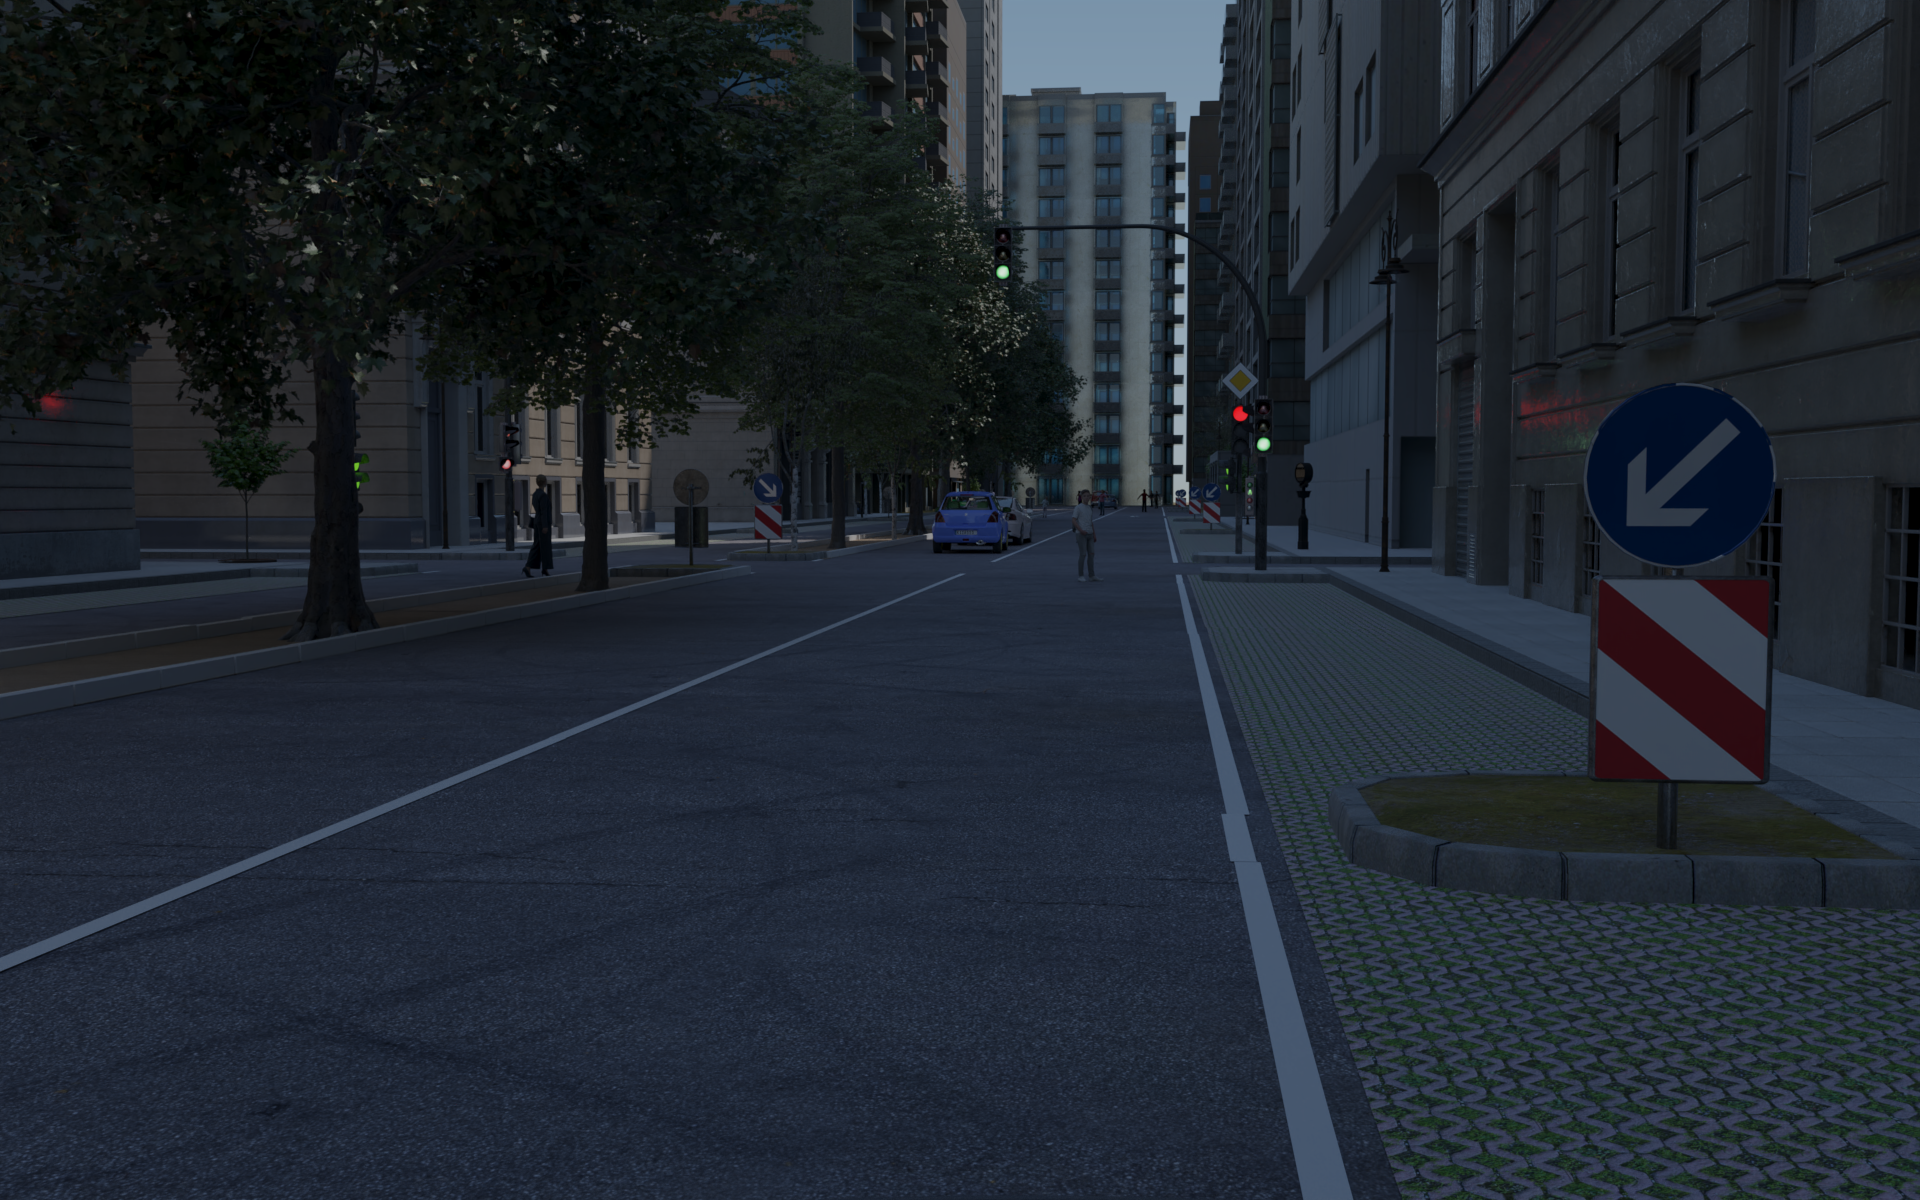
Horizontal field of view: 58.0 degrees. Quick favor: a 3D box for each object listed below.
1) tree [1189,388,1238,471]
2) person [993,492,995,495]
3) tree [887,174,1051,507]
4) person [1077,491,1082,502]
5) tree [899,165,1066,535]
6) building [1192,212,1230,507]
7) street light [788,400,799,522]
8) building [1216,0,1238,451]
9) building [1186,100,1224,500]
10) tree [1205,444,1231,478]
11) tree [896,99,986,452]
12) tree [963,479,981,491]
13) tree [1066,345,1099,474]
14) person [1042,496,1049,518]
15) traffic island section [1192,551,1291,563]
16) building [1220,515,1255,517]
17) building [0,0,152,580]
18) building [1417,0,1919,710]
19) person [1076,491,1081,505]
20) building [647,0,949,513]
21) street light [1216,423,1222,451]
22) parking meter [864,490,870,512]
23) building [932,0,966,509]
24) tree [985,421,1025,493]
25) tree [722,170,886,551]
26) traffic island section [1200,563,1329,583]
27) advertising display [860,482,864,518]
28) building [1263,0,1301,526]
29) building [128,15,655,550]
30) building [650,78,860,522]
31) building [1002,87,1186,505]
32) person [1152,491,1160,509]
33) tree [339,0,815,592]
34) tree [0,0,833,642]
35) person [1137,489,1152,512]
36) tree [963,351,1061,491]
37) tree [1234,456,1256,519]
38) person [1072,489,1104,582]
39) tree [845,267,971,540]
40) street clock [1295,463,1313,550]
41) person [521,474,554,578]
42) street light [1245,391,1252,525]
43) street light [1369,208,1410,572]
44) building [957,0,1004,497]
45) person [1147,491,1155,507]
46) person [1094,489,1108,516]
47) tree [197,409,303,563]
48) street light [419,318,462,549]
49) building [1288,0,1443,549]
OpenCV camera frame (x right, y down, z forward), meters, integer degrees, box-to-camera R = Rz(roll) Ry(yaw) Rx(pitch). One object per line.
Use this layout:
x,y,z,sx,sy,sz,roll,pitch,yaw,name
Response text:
17.980,-10.307,118.877,4.360,8.622,3.978,0,3,0,tree
2.776,-8.873,153.446,0.709,1.838,0.599,-2,4,-23,person
-0.699,-9.837,69.952,9.857,13.997,8.962,0,3,0,tree
10.903,-9.075,157.611,0.721,1.736,1.217,1,4,21,person
-1.521,-8.608,60.205,9.611,12.733,9.660,0,3,0,tree
31.106,-24.905,178.890,14.160,30.474,14.107,0,4,7,building
-7.627,-6.464,78.467,0.468,5.910,1.993,0,4,7,street light
34.595,-32.769,155.375,23.786,49.044,30.456,0,4,7,building
33.458,-33.632,199.993,14.200,45.320,14.600,0,4,7,building
17.788,-7.975,114.101,4.285,4.588,4.351,0,3,0,tree
-3.245,-7.629,45.320,7.486,12.596,7.792,0,3,0,tree
1.322,-10.219,161.676,1.663,3.219,1.824,0,3,0,tree
2.586,-10.618,93.068,9.611,12.733,9.660,0,3,0,tree
5.119,-5.604,104.410,0.425,1.301,0.394,-1,4,-17,person
5.993,-0.908,37.124,2.009,0.180,2.903,0,4,7,traffic island section
25.139,-40.398,98.759,20.563,71.187,20.611,0,4,7,building
-31.285,-12.619,25.398,34.723,24.649,14.460,0,4,7,building
13.320,-10.976,12.747,16.112,22.955,30.059,0,4,7,building
10.449,-8.653,150.662,0.721,1.739,1.217,-2,4,-32,person
-12.654,-28.999,128.750,22.147,44.769,28.867,0,4,7,building
16.520,-8.425,110.532,0.468,5.910,1.993,0,4,7,street light
-6.045,-6.389,112.876,0.372,1.533,0.369,0,3,0,parking meter
-7.108,-30.569,149.915,14.600,45.320,14.200,0,4,7,building
1.602,-8.129,85.727,4.737,8.622,4.395,0,3,0,tree
-3.765,-5.298,39.448,4.360,8.622,3.978,0,3,0,tree
5.081,-0.423,29.191,2.009,0.180,2.903,0,4,7,traffic island section
-5.321,-5.427,93.941,0.123,1.923,0.974,0,4,-7,advertising display
20.153,-18.556,75.096,14.160,30.474,14.107,0,4,7,building
-17.676,-16.107,49.257,13.634,28.700,20.117,0,4,7,building
-12.562,-13.972,79.356,10.553,20.767,40.483,0,4,7,building
11.433,-35.924,206.961,30.456,49.044,23.786,0,4,7,building
19.369,-9.911,171.264,0.721,1.735,1.217,3,5,45,person
-5.409,-6.413,25.432,7.486,12.596,7.792,0,3,0,tree
-6.132,-5.954,16.821,9.611,12.733,9.660,0,3,0,tree
14.538,-7.828,136.447,1.348,1.831,0.705,2,4,29,person
0.506,-8.723,79.495,8.767,10.594,7.601,0,4,7,tree
14.526,-5.772,88.981,1.663,3.219,1.824,0,3,0,tree
2.068,-1.054,28.322,0.523,1.515,0.503,1,4,16,person
-1.986,-6.080,52.231,4.737,8.622,4.395,0,3,0,tree
7.949,-2.171,40.074,0.358,2.002,0.471,-1,4,-19,street clock
-7.207,-1.273,29.728,0.576,1.772,0.534,2,4,31,person
12.090,-6.106,72.624,0.468,5.910,1.993,0,4,7,street light
6.998,-3.400,28.376,0.468,5.910,1.993,0,4,7,street light
-6.606,-45.344,179.628,20.611,71.187,20.563,0,4,7,building
21.152,-11.188,191.440,0.705,1.821,1.348,-2,4,-29,person
9.443,-6.513,115.702,0.721,1.743,1.217,-3,5,-42,person
-13.525,-2.320,32.529,1.663,3.219,1.824,0,3,0,tree
-12.018,-4.130,40.307,0.468,5.910,1.993,0,4,7,street light
23.515,-28.088,48.475,27.495,52.752,28.713,0,4,7,building
